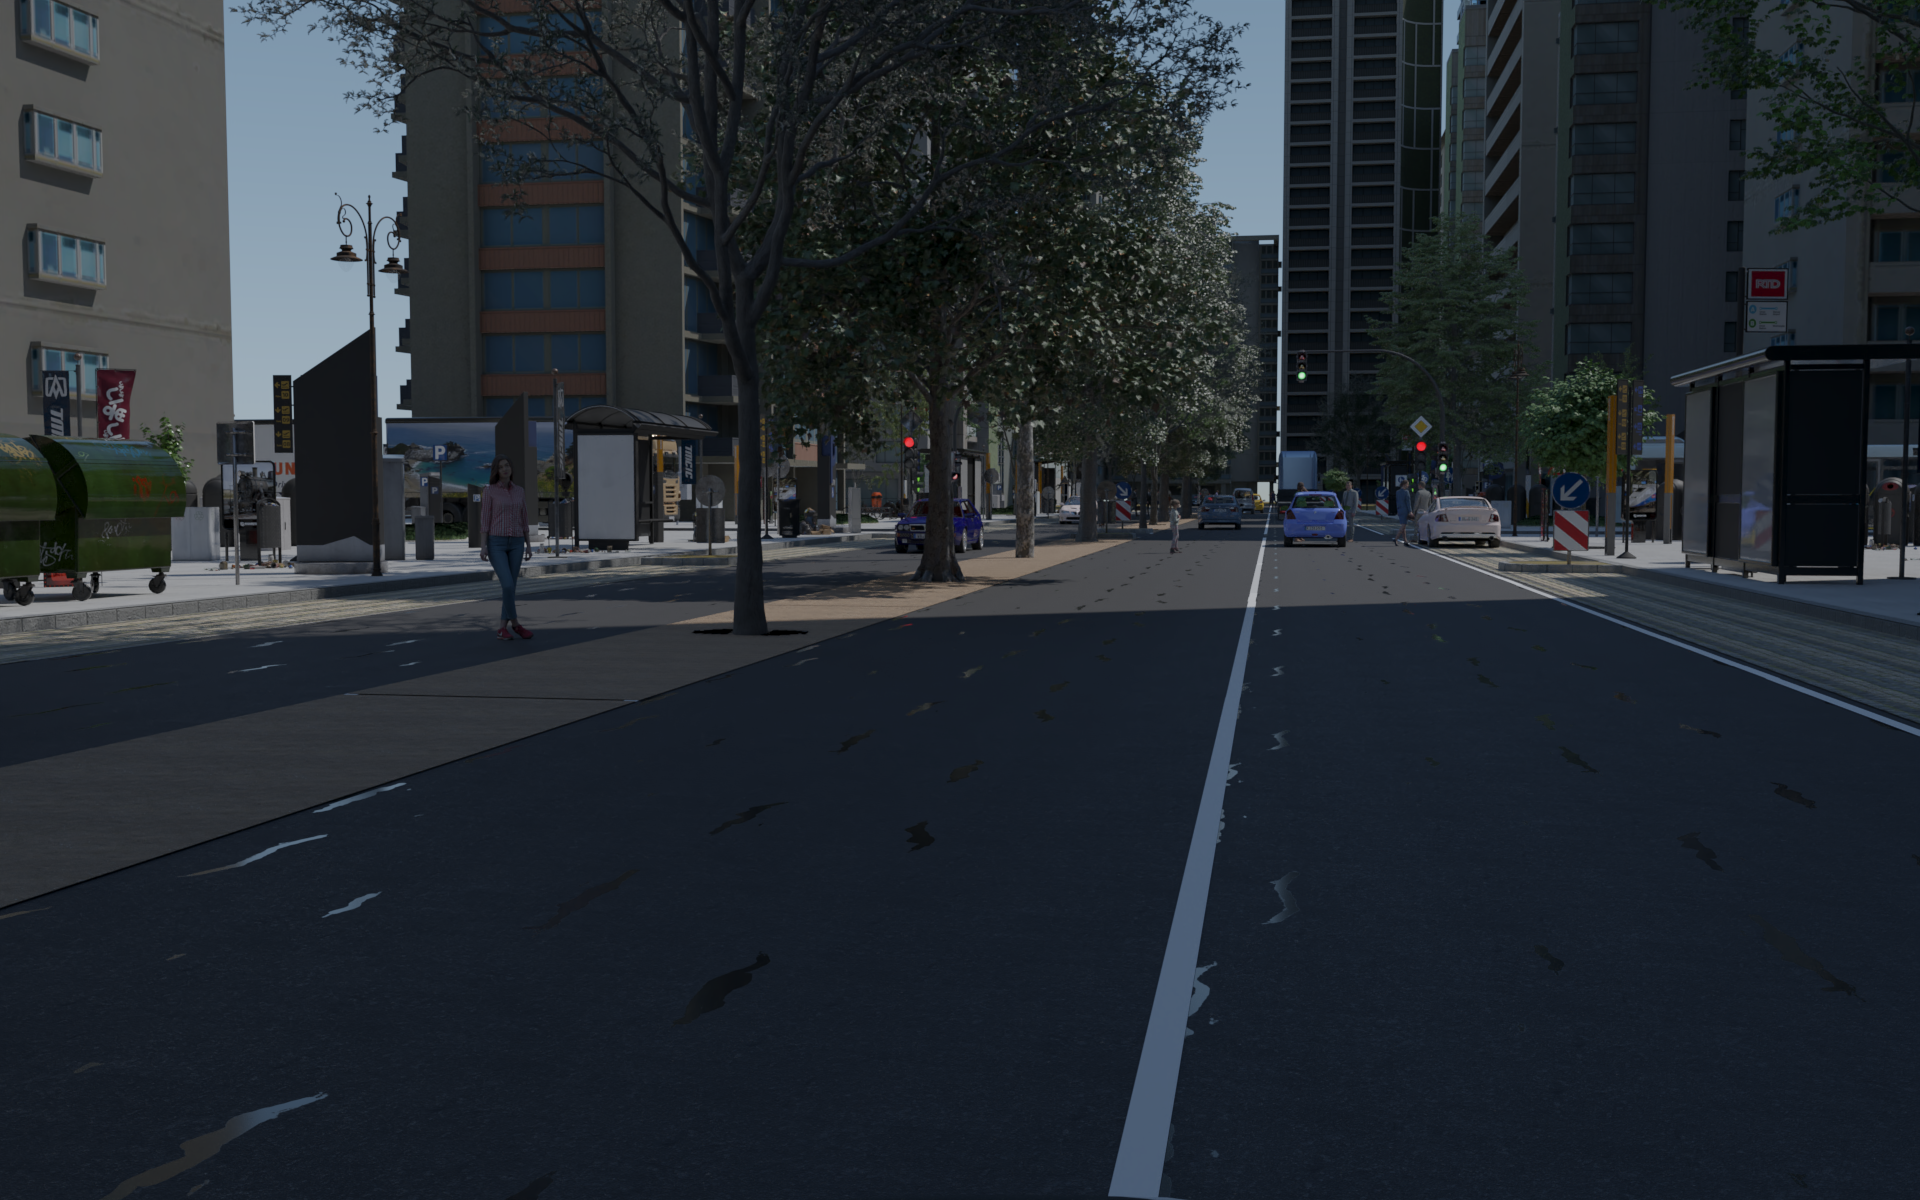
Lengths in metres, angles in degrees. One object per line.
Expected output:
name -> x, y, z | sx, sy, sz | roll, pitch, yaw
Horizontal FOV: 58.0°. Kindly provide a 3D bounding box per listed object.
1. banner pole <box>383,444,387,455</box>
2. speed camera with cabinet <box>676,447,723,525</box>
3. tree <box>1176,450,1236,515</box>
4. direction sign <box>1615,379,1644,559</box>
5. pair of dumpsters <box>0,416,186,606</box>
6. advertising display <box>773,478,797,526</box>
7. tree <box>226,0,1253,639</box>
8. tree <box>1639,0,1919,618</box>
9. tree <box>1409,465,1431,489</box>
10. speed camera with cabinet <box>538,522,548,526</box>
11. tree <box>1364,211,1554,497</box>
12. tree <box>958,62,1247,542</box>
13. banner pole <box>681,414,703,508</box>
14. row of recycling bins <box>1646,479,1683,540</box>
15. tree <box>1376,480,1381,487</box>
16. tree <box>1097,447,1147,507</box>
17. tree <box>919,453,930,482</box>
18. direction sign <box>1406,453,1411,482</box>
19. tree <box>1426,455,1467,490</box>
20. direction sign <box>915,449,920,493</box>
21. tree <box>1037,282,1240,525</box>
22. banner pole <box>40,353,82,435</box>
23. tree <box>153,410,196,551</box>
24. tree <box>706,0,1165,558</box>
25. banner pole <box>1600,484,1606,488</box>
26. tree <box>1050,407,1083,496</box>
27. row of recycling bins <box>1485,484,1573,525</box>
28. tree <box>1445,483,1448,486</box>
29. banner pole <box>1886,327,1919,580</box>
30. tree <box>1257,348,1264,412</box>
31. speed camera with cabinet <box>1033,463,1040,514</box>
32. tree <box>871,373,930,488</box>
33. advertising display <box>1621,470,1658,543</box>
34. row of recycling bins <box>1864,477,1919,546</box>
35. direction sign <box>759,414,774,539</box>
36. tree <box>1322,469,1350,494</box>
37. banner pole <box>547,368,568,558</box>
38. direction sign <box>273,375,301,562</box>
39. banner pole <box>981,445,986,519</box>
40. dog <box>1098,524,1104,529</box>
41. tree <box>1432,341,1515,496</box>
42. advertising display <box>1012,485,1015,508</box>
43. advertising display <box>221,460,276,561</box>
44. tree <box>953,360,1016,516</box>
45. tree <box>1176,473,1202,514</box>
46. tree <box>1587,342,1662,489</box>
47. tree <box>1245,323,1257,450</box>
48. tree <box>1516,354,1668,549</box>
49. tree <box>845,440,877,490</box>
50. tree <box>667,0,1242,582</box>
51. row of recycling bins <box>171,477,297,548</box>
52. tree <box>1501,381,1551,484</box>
banner pole -> -25.163, -5.248, 75.821 | 0.863, 3.779, 0.401 | 0, 4, 1
speed camera with cabinet -> -10.975, -4.772, 72.362 | 2.038, 3.252, 0.660 | 1, 4, 12
tree -> 15.656, -12.110, 118.587 | 7.486, 12.596, 7.792 | 0, 3, 0
direction sign -> 13.268, -2.592, 34.375 | 0.876, 3.537, 0.379 | -3, 4, -36
pair of dumpsters -> -11.085, -1.089, 20.307 | 1.574, 2.255, 4.437 | 1, 4, 10
advertising display -> -6.932, -3.885, 68.736 | 0.974, 1.923, 0.123 | 1, 4, 12
tree -> -2.130, -6.375, 17.061 | 12.009, 13.543, 11.850 | 0, 3, 0
tree -> 10.709, -5.611, 17.489 | 9.928, 11.665, 9.643 | 0, 3, 0
tree -> 26.658, -6.433, 99.784 | 1.663, 3.219, 1.824 | 0, 3, 0
speed camera with cabinet -> -15.692, -4.547, 68.675 | 2.038, 3.252, 0.660 | 1, 4, 13
tree -> 19.835, -9.307, 70.293 | 7.486, 12.596, 7.792 | 0, 3, 0
tree -> 3.823, -8.725, 51.769 | 9.857, 13.997, 8.962 | 0, 3, 0
banner pole -> -8.363, -3.940, 54.435 | 0.863, 3.779, 0.401 | -1, 4, -18
row of recycling bins -> 20.150, -2.492, 47.852 | 1.069, 1.692, 3.534 | -2, 4, -34
tree -> 31.885, -8.263, 129.698 | 1.663, 3.219, 1.824 | 0, 3, 0
tree -> 21.173, -16.232, 199.800 | 7.601, 10.594, 8.767 | 3, 5, 42
tree -> -1.469, -7.893, 112.765 | 4.285, 4.588, 4.351 | 0, 3, 0
direction sign -> 24.739, -6.337, 95.599 | 0.379, 3.537, 0.876 | 2, 4, 26
tree -> 34.149, -8.512, 122.892 | 4.285, 4.588, 4.351 | 0, 3, 0
direction sign -> -2.191, -5.875, 88.053 | 0.379, 3.537, 0.876 | -1, 4, -22
tree -> 8.981, -9.233, 79.166 | 9.928, 11.665, 9.643 | 0, 3, 0
banner pole -> -15.908, -2.499, 30.874 | 0.863, 3.779, 0.401 | 0, 4, -3
tree -> -18.003, -2.745, 39.489 | 1.663, 3.219, 1.824 | 0, 3, 0
tree -> 0.408, -11.062, 39.202 | 12.611, 20.169, 13.585 | 0, 3, 0
banner pole -> 30.072, -5.523, 80.324 | 0.401, 3.779, 0.863 | -3, 4, -38
tree -> 8.251, -10.910, 128.736 | 4.360, 8.622, 3.978 | 0, 3, 0
row of recycling bins -> 23.641, -3.970, 72.023 | 3.534, 1.692, 1.069 | 2, 4, 27
tree -> 32.287, -7.521, 117.562 | 1.663, 3.219, 1.824 | 0, 3, 0
banner pole -> 14.427, -2.198, 25.961 | 0.863, 3.779, 0.401 | 1, 4, 11
tree -> 13.024, -11.677, 100.023 | 9.857, 13.997, 8.962 | 0, 3, 0
speed camera with cabinet -> 4.616, -7.085, 110.173 | 0.660, 3.252, 2.038 | 1, 4, 12
tree -> -2.097, -7.351, 70.544 | 4.737, 8.622, 4.395 | 0, 3, 0
advertising display -> 17.868, -2.468, 45.570 | 0.974, 1.923, 0.123 | -1, 4, -10
row of recycling bins -> 22.774, -2.216, 43.343 | 3.534, 1.692, 1.069 | 2, 4, 26
direction sign -> -5.521, -3.514, 49.455 | 0.379, 3.537, 0.876 | 1, 4, 20
tree -> 44.465, -13.553, 205.300 | 4.285, 4.588, 4.351 | 0, 3, 0
banner pole -> -7.961, -2.715, 34.414 | 0.401, 3.779, 0.863 | -2, 4, -29
direction sign -> -12.600, -2.506, 32.969 | 0.876, 3.537, 0.379 | 0, 4, 1
banner pole -> 1.225, -6.078, 89.389 | 0.401, 3.779, 0.863 | 0, 4, 5
dog -> 5.569, -2.987, 68.124 | 0.406, 0.507, 0.540 | -1, 4, -23
tree -> 23.248, -7.901, 79.551 | 4.360, 8.622, 3.978 | 0, 3, 0
advertising display -> 4.058, -7.218, 123.230 | 0.123, 1.923, 0.974 | -2, 4, -33
advertising display -> -13.630, -1.713, 33.218 | 0.974, 1.923, 0.123 | -1, 4, -14
tree -> 3.288, -10.815, 102.581 | 9.928, 11.665, 9.643 | 0, 3, 0
tree -> 17.246, -10.533, 125.036 | 4.360, 8.622, 3.978 | 0, 3, 0
tree -> 32.185, -8.234, 84.995 | 4.737, 8.622, 4.395 | 0, 3, 0
tree -> 10.501, -11.015, 89.202 | 9.857, 13.997, 8.962 | 0, 3, 0
tree -> 14.874, -3.501, 40.949 | 4.285, 4.588, 4.351 | 0, 3, 0
tree -> -7.025, -10.092, 115.366 | 4.360, 8.622, 3.978 | 0, 3, 0
tree -> -0.316, -6.650, 28.189 | 9.611, 12.733, 9.660 | 0, 3, 0
row of recycling bins -> -17.533, -2.149, 42.255 | 3.534, 1.692, 1.069 | -1, 4, -21
tree -> 36.733, -9.801, 110.603 | 4.737, 8.622, 4.395 | 0, 3, 0
